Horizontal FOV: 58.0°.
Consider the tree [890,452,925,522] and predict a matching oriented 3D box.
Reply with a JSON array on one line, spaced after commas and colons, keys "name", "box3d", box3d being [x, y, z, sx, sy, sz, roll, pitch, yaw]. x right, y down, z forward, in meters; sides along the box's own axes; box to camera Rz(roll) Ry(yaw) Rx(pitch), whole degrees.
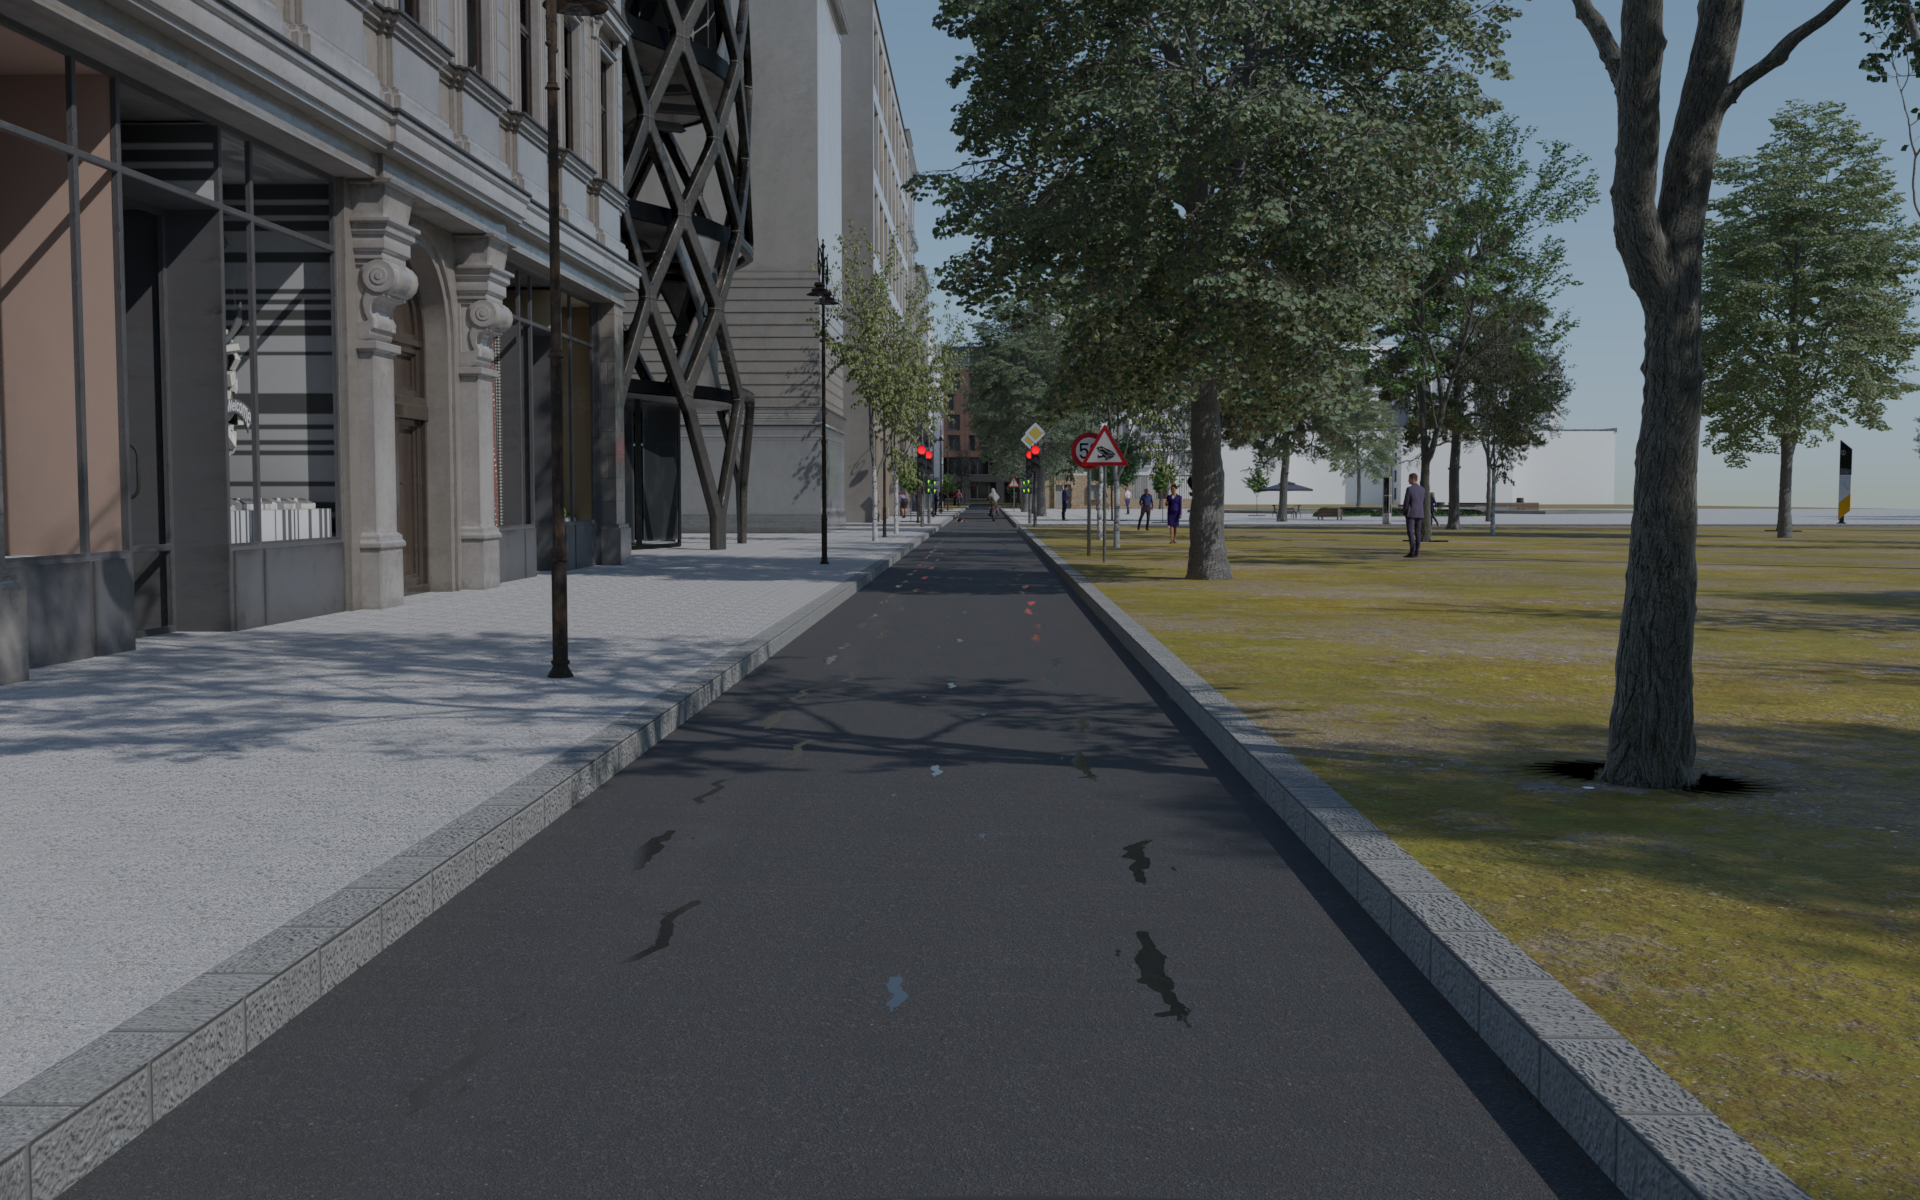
[{"name": "tree", "box3d": [-2.133, -5.182, 79.326, 1.663, 3.219, 1.824, 0, 3, 0]}]

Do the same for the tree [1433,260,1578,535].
[{"name": "tree", "box3d": [17.070, -6.366, 54.439, 4.360, 8.622, 3.978, 0, 3, 0]}]

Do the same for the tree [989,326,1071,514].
[{"name": "tree", "box3d": [4.868, -11.535, 110.659, 6.751, 12.117, 7.091, 0, 3, 0]}]

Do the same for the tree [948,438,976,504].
[{"name": "tree", "box3d": [0.371, -16.980, 227.985, 4.360, 8.622, 3.978, 0, 3, 0]}]

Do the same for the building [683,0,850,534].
[{"name": "building", "box3d": [-13.309, -12.920, 60.398, 18.267, 20.994, 9.793, 0, 4, 1]}]

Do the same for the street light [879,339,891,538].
[{"name": "street light", "box3d": [-2.229, -4.783, 50.984, 0.468, 5.910, 1.993, 0, 4, 1]}]

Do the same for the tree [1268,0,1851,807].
[{"name": "tree", "box3d": [3.052, -4.981, 7.198, 9.928, 11.665, 9.643, 0, 3, 0]}]

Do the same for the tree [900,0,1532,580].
[{"name": "tree", "box3d": [3.719, -7.273, 25.567, 9.857, 13.997, 8.962, 0, 3, 0]}]

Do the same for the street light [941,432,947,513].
[{"name": "street light", "box3d": [-1.263, -8.685, 114.781, 0.468, 5.910, 1.993, 0, 4, 1]}]

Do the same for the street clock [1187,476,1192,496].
[{"name": "street clock", "box3d": [9.099, -3.857, 67.629, 0.471, 2.002, 0.358, 1, 4, 9]}]

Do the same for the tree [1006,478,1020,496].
[{"name": "tree", "box3d": [5.054, -10.718, 169.845, 1.663, 3.219, 1.824, 0, 3, 0]}]

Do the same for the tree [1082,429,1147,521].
[{"name": "tree", "box3d": [7.425, -6.115, 83.686, 4.285, 4.588, 4.351, 0, 3, 0]}]

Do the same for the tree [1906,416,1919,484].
[{"name": "tree", "box3d": [56.071, -7.882, 91.781, 11.467, 7.101, 20.602, 1, 4, 19]}]

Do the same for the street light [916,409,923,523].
[{"name": "street light", "box3d": [-1.850, -6.320, 76.122, 0.468, 5.910, 1.993, 0, 4, 1]}]

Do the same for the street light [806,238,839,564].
[{"name": "street light", "box3d": [-2.482, -3.594, 31.543, 0.468, 5.910, 1.993, 0, 4, 1]}]

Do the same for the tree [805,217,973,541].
[{"name": "tree", "box3d": [-2.090, -5.897, 46.782, 4.737, 8.622, 4.395, 0, 3, 0]}]

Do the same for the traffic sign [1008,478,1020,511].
[{"name": "traffic sign", "box3d": [4.029, -7.923, 129.542, 0.884, 2.594, 0.081, 0, 4, 6]}]

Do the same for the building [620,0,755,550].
[{"name": "building", "box3d": [-13.504, -10.583, 40.487, 16.820, 18.784, 16.811, 0, 4, 1]}]

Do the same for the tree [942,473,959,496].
[{"name": "tree", "box3d": [-1.131, -9.168, 144.503, 1.663, 3.219, 1.824, 0, 3, 0]}]

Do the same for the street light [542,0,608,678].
[{"name": "street light", "box3d": [-2.801, -2.396, 11.966, 0.468, 5.910, 1.993, 0, 4, 1]}]

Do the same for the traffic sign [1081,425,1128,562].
[{"name": "traffic sign", "box3d": [2.714, -1.988, 32.504, 0.884, 2.594, 0.081, 1, 4, 9]}]

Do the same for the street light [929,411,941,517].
[{"name": "street light", "box3d": [-1.472, -7.496, 95.354, 0.468, 5.910, 1.993, 0, 4, 1]}]

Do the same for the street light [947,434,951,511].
[{"name": "street light", "box3d": [-0.950, -9.860, 133.997, 0.468, 5.910, 1.993, 0, 4, 1]}]

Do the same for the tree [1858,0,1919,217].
[{"name": "tree", "box3d": [18.132, -10.552, 28.408, 12.611, 20.169, 13.585, 0, 3, 0]}]

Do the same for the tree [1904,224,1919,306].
[{"name": "tree", "box3d": [23.623, -5.438, 39.266, 4.737, 8.622, 4.395, 0, 3, 0]}]

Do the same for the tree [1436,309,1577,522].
[{"name": "tree", "box3d": [24.847, -8.930, 80.415, 7.601, 10.594, 8.767, -3, 4, -39]}]

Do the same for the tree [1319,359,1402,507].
[{"name": "tree", "box3d": [32.968, -13.845, 144.493, 7.486, 12.596, 7.792, 0, 3, 0]}]

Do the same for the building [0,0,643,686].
[{"name": "building", "box3d": [-10.825, -9.840, 11.788, 10.553, 20.767, 40.483, 0, 4, 1]}]

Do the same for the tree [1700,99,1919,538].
[{"name": "tree", "box3d": [24.286, -8.063, 49.953, 7.486, 12.596, 7.792, 0, 3, 0]}]

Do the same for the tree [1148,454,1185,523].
[{"name": "tree", "box3d": [8.904, -4.990, 76.185, 1.663, 3.219, 1.824, 0, 3, 0]}]

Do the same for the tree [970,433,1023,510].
[{"name": "tree", "box3d": [5.000, -12.518, 139.078, 8.767, 10.594, 7.601, 0, 4, -8]}]

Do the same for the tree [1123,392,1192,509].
[{"name": "tree", "box3d": [16.927, -12.861, 144.686, 8.767, 10.594, 7.601, -2, 4, -31]}]

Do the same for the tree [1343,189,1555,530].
[{"name": "tree", "box3d": [17.831, -8.568, 62.148, 6.751, 12.117, 7.091, 0, 3, 0]}]

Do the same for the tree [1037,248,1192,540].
[{"name": "tree", "box3d": [4.010, -5.995, 48.381, 4.360, 8.622, 3.978, 0, 3, 0]}]

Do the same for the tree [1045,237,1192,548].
[{"name": "tree", "box3d": [3.893, -5.540, 40.943, 4.737, 8.622, 4.395, 0, 3, 0]}]

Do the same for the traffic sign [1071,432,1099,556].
[{"name": "traffic sign", "box3d": [2.663, -2.178, 35.715, 0.768, 2.556, 0.104, 0, 4, 7]}]

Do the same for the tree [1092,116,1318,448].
[{"name": "tree", "box3d": [7.678, -9.068, 55.689, 7.806, 13.903, 7.818, 0, 3, 0]}]

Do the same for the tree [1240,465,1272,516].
[{"name": "tree", "box3d": [17.481, -6.523, 101.244, 1.663, 3.219, 1.824, 0, 3, 0]}]

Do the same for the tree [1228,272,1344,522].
[{"name": "tree", "box3d": [15.050, -9.660, 79.994, 6.751, 12.117, 7.091, 0, 3, 0]}]
